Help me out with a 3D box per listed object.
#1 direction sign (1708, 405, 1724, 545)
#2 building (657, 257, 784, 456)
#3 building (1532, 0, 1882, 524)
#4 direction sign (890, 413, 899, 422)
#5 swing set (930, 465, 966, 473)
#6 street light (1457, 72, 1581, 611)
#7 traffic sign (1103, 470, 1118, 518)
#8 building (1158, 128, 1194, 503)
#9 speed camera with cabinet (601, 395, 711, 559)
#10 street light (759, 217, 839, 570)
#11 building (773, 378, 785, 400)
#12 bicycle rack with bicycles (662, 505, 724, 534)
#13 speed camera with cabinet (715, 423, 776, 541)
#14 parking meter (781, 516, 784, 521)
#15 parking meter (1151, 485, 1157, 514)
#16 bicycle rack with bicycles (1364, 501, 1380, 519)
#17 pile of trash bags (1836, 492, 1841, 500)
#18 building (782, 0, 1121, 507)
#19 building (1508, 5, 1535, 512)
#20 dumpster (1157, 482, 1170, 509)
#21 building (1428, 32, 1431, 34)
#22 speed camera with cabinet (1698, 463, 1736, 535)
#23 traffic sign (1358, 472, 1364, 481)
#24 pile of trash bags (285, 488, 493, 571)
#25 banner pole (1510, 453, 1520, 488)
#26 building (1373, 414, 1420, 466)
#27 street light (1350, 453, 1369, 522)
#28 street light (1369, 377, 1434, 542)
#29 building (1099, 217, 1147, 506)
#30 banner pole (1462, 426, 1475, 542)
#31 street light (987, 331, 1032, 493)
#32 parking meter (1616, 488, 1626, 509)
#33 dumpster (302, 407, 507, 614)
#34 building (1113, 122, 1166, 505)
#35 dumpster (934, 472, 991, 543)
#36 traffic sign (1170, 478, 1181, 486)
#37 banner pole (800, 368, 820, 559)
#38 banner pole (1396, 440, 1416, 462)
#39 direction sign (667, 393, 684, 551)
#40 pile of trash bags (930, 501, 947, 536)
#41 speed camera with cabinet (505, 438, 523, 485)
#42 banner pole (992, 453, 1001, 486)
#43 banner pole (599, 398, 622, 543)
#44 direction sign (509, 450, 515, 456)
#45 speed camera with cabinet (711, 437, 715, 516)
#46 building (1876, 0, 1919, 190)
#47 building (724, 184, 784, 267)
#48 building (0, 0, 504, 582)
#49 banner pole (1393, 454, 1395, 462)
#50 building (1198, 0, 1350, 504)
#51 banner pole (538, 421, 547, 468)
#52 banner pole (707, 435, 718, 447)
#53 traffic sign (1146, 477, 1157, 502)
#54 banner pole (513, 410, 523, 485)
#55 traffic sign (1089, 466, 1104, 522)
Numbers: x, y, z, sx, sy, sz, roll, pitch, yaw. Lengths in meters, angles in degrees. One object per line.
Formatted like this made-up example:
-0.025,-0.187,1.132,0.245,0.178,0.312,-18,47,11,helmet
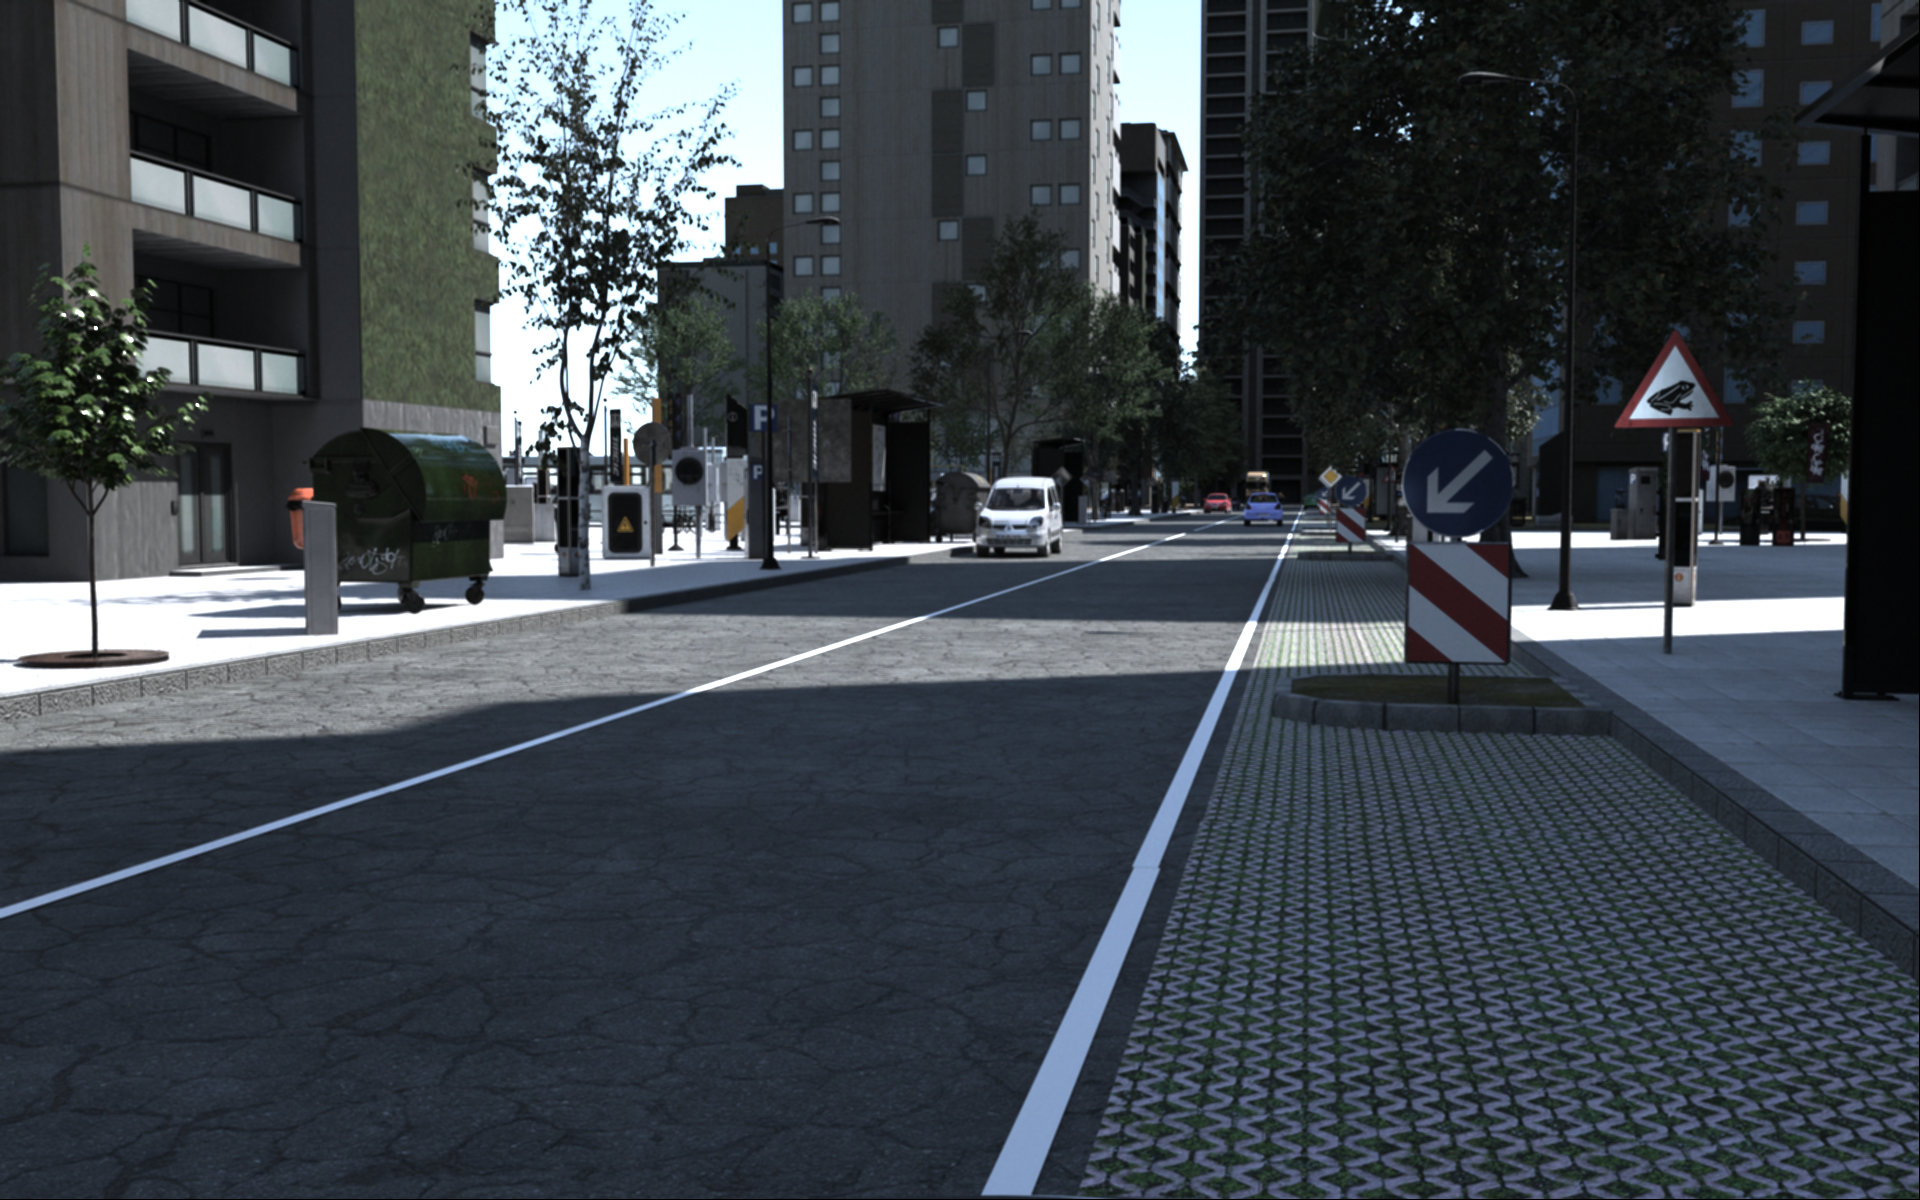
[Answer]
19.182,-3.171,43.842,0.379,3.537,0.876,2,4,34,direction sign
-28.538,-27.118,215.087,14.107,30.474,14.160,1,4,11,building
34.780,-26.294,80.023,14.200,45.320,14.600,1,4,11,building
-1.804,-3.312,46.147,0.379,3.537,0.876,-2,4,-25,direction sign
-0.961,-5.948,94.874,3.119,2.851,2.862,1,4,23,swing set
6.180,-2.851,19.163,1.470,5.913,1.316,1,4,11,street light
8.052,-5.672,92.839,0.768,2.556,0.104,1,4,12,traffic sign
20.311,-40.425,250.185,27.495,52.752,28.713,1,4,11,building
-6.040,-2.443,34.278,2.038,3.252,0.660,0,4,-5,speed camera with cabinet
-2.711,-3.472,29.300,1.470,5.913,1.316,1,4,11,street light
-6.317,-54.589,205.197,31.000,86.520,22.319,1,4,11,building
-8.813,-2.660,56.865,2.852,0.926,2.925,-1,4,-21,bicycle rack with bicycles
-5.873,-3.274,47.874,0.660,3.252,2.038,-3,5,-39,speed camera with cabinet
-8.222,-4.455,81.243,0.372,1.533,0.369,0,3,0,parking meter
12.796,-6.627,114.067,0.255,1.863,0.399,2,4,35,parking meter
21.710,-4.709,90.379,2.852,0.926,2.925,0,4,-1,bicycle rack with bicycles
36.005,-3.599,68.595,3.447,1.369,1.912,-2,4,-24,pile of trash bags
0.316,-34.939,160.496,28.713,52.752,27.495,1,4,11,building
45.301,-49.080,115.136,22.319,86.520,31.000,1,4,11,building
15.690,-8.006,133.388,1.502,2.255,1.985,1,4,11,dumpster
64.456,-36.665,188.717,28.713,52.752,27.495,1,4,11,building
23.407,-3.694,54.735,2.038,3.252,0.660,0,4,-8,speed camera with cabinet
22.671,-5.925,96.980,0.768,2.556,0.104,1,4,13,traffic sign
-9.234,-1.093,27.621,1.912,1.369,3.447,2,4,28,pile of trash bags
29.844,-6.345,93.752,0.863,3.779,0.401,1,4,11,banner pole
70.034,-37.841,238.308,30.456,49.044,23.786,1,4,11,building
14.258,-5.329,59.675,1.470,5.913,1.316,1,4,11,street light
10.196,-4.093,39.467,1.470,5.913,1.316,1,4,11,street light
11.698,-24.992,180.316,14.160,30.474,14.107,1,4,11,building
13.676,-3.463,46.634,0.863,3.779,0.401,-1,4,-19,banner pole
1.346,-4.708,49.509,1.470,5.913,1.316,1,4,11,street light
27.767,-3.939,72.816,0.372,1.533,0.369,0,3,0,parking meter
-6.192,-1.032,19.370,1.502,2.255,1.985,1,4,11,dumpster
16.665,-34.006,206.107,14.200,45.320,14.600,1,4,11,building
0.062,-2.473,46.193,1.264,1.857,1.865,1,4,11,dumpster
15.462,-7.611,124.547,0.768,2.556,0.104,1,4,13,traffic sign
-2.941,-2.729,34.635,0.401,3.779,0.863,1,4,10,banner pole
15.248,-4.200,58.683,0.401,3.779,0.863,-1,4,-21,banner pole
-6.437,-2.883,39.131,0.379,3.537,0.876,-2,4,-28,direction sign
-0.024,-2.703,53.943,1.912,1.369,3.447,1,4,12,pile of trash bags
-16.027,-4.137,61.980,0.660,3.252,2.038,-1,4,-18,speed camera with cabinet
1.775,-6.227,91.834,0.863,3.779,0.401,1,4,14,banner pole
-9.014,-3.353,44.846,0.863,3.779,0.401,3,5,39,banner pole
-23.038,-5.943,89.165,0.379,3.537,0.876,0,4,5,direction sign
-7.057,-3.527,51.997,2.038,3.252,0.660,-2,4,-28,speed camera with cabinet
27.898,-21.590,36.592,14.154,41.232,14.086,1,4,11,building
-25.092,-36.827,252.231,14.200,45.320,14.600,1,4,11,building
-17.300,-21.057,27.884,14.154,41.232,14.086,1,4,11,building
25.257,-6.737,100.175,0.863,3.779,0.401,-1,4,-22,banner pole
44.211,-49.144,241.751,20.611,71.187,20.563,1,4,11,building
-14.267,-4.237,59.285,0.401,3.779,0.863,-3,4,-38,banner pole
-10.551,-5.139,74.038,0.863,3.779,0.401,3,5,42,banner pole
14.292,-7.905,129.347,0.768,2.556,0.104,1,4,13,traffic sign
-13.224,-3.785,51.901,0.401,3.779,0.863,0,4,3,banner pole
6.121,-4.794,78.494,0.768,2.556,0.104,1,4,18,traffic sign
